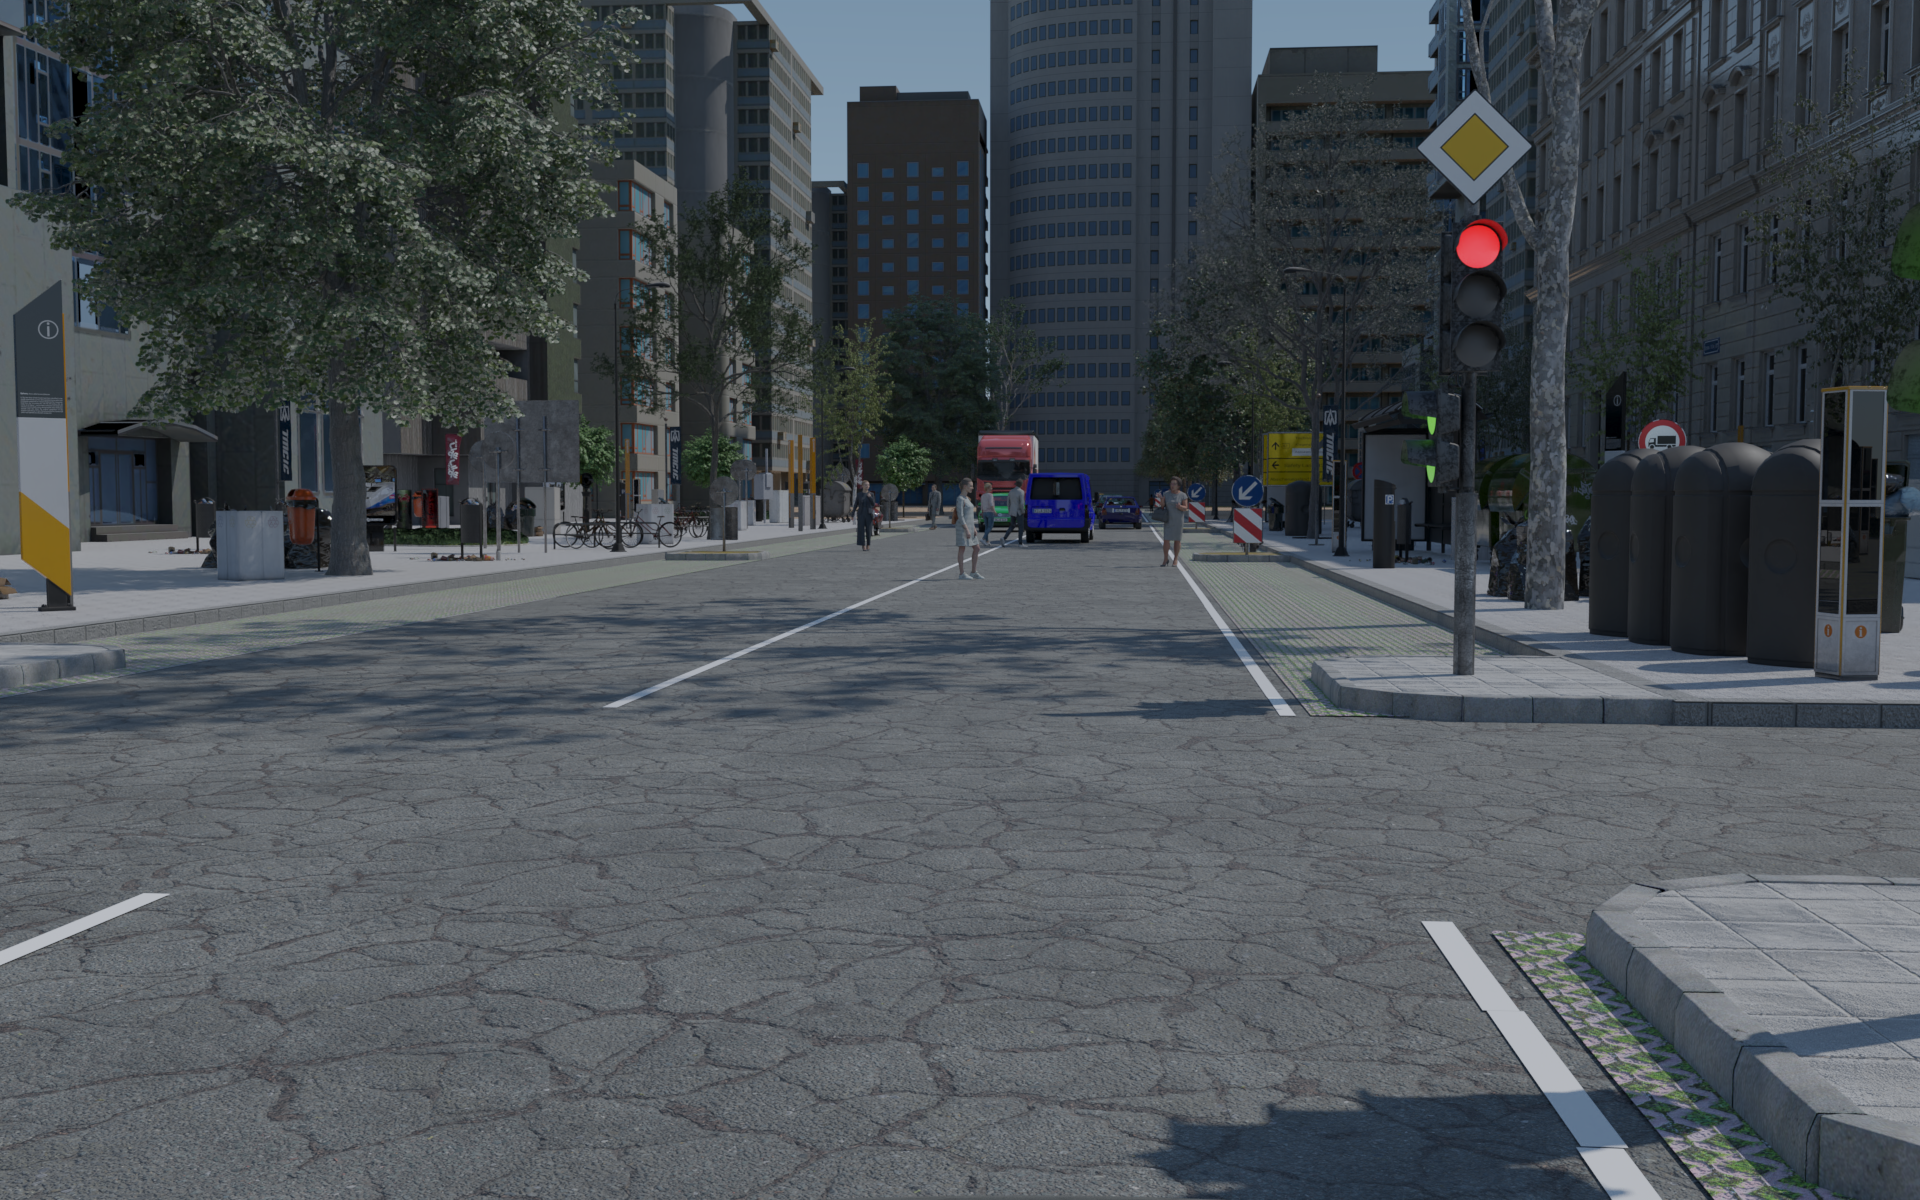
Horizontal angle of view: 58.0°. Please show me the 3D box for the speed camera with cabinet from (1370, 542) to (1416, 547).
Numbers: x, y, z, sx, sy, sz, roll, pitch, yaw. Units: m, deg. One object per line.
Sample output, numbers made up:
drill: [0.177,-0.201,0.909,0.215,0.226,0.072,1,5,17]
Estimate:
speed camera with cabinet: [11.069,-2.924,42.151,2.038,3.252,0.660,0,4,-8]

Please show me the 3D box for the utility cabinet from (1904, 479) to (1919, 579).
utility cabinet: [14.523,-1.062,26.037,0.318,1.500,1.173,1,4,10]

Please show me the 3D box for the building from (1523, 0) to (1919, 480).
building: [32.451,-16.806,72.037,12.463,27.353,25.104,0,4,5]

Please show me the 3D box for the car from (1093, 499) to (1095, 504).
car: [13.128,-9.057,158.301,2.015,1.641,3.980,0,4,5]

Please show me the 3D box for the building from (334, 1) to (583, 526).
building: [-25.304,-18.497,74.125,14.160,30.474,14.107,0,4,5]

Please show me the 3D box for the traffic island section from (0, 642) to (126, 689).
traffic island section: [-7.936,0.541,13.428,2.009,0.180,2.903,0,4,5]

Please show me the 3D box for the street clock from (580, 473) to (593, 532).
street clock: [-12.567,-3.284,58.271,0.471,2.002,0.358,-1,4,-12]

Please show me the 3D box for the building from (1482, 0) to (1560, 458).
building: [44.536,-25.037,101.239,32.217,40.220,23.993,0,4,5]

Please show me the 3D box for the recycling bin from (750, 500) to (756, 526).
recycling bin: [-8.701,-3.534,70.341,0.722,1.027,0.722,0,4,1]

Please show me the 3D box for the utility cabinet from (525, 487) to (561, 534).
utility cabinet: [-13.186,-2.819,54.762,1.173,1.500,0.318,2,4,27]

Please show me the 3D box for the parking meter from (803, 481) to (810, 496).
parking meter: [-6.917,-4.441,78.321,0.255,1.863,0.399,1,4,19]

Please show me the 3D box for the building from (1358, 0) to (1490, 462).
building: [43.320,-49.855,127.804,22.319,86.520,31.000,0,4,5]

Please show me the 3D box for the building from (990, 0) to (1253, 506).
building: [17.663,-39.894,194.268,28.212,58.520,21.231,0,4,5]

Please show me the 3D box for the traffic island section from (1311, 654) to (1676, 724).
traffic island section: [3.602,0.610,12.313,2.009,0.180,2.903,0,4,5]

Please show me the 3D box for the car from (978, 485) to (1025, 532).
car: [1.722,-3.531,66.530,1.959,1.807,4.718,0,4,6]

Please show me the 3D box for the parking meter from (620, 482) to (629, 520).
parking meter: [-16.349,-4.824,84.581,0.399,1.863,0.255,2,4,24]

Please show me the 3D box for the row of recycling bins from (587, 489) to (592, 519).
row of recycling bins: [-20.668,-4.995,88.786,3.534,1.692,1.069,0,4,-3]

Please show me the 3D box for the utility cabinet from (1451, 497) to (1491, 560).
utility cabinet: [10.078,-1.372,33.597,1.020,1.237,0.306,0,4,0]

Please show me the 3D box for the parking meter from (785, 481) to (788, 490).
parking meter: [-7.828,-4.515,79.536,0.399,1.863,0.255,0,4,-7]

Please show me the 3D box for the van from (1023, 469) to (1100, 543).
van: [3.051,-2.936,52.384,2.240,2.365,5.245,0,4,6]

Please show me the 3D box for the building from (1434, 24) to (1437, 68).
building: [67.415,-39.591,189.309,28.212,58.520,21.231,0,4,5]

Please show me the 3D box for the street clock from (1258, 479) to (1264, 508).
street clock: [14.869,-4.974,85.891,0.471,2.002,0.358,0,4,-6]

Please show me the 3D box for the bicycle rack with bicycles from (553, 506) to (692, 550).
bicycle rack with bicycles: [-8.389,-1.680,40.847,2.925,0.926,2.852,1,4,20]

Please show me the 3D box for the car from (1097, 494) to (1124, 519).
car: [8.893,-5.459,101.047,2.131,1.459,4.920,0,4,5]

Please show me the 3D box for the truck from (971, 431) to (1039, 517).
truck: [2.195,-5.494,78.743,2.839,4.237,11.283,0,4,4]

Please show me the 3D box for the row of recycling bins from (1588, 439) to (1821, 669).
row of recycling bins: [6.267,-0.445,14.397,1.069,1.692,3.534,0,4,-4]

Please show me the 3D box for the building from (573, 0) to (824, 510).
building: [-24.237,-27.191,136.454,23.993,40.220,32.217,0,4,5]

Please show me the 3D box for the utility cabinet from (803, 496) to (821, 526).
utility cabinet: [-6.087,-3.618,70.322,0.306,1.237,1.020,2,4,35]

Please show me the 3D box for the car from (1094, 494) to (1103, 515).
car: [10.253,-6.595,119.633,2.131,1.459,4.920,0,4,7]

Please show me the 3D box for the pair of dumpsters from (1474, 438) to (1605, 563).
pair of dumpsters: [9.927,-1.697,30.248,1.574,2.255,4.437,0,4,5]

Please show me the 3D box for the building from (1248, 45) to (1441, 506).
building: [42.580,-34.731,191.551,21.600,48.544,21.300,0,4,5]

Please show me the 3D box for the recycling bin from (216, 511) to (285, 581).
recycling bin: [-10.645,-0.821,25.980,0.722,1.027,0.722,3,5,40]

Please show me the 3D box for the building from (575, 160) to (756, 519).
building: [-29.190,-15.931,105.511,27.650,21.520,28.899,0,4,5]

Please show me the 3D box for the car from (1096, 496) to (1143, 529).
car: [6.614,-3.616,71.696,1.945,1.354,3.894,0,4,4]

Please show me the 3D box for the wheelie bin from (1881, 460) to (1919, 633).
wheelie bin: [8.528,-0.507,16.202,0.980,1.594,0.693,2,4,25]

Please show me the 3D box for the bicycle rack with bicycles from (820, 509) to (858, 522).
bicycle rack with bicycles: [-5.798,-4.104,80.486,2.925,0.926,2.852,-1,4,-11]

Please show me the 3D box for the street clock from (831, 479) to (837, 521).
street clock: [-6.058,-4.798,83.022,0.358,2.002,0.471,-2,4,-28]

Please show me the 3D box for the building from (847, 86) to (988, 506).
building: [-4.410,-33.217,193.211,14.200,45.320,14.600,0,4,5]

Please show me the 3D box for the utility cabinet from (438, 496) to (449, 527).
utility cabinet: [-16.617,-2.710,55.463,0.306,1.237,1.020,-2,4,-30]

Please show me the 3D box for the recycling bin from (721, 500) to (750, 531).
recycling bin: [-7.941,-2.956,60.887,0.722,1.027,0.722,1,4,10]

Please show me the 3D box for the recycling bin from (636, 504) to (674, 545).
recycling bin: [-7.809,-1.944,44.341,0.722,1.027,0.722,-3,5,-39]

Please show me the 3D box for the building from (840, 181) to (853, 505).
building: [-23.032,-31.341,204.308,23.993,40.220,32.217,0,4,5]

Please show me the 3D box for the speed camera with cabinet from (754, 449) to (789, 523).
speed camera with cabinet: [-8.245,-5.016,76.353,0.660,3.252,2.038,2,4,32]

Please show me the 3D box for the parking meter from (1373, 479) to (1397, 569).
parking meter: [7.330,-1.315,29.913,0.372,1.533,0.369,0,3,0]

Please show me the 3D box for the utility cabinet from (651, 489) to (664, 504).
utility cabinet: [-13.779,-4.303,79.035,0.318,1.500,1.173,-2,4,-24]

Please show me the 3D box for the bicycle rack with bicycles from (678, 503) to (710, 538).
bicycle rack with bicycles: [-8.261,-2.311,51.168,2.852,0.926,2.925,3,5,43]

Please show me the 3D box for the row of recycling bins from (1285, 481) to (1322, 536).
row of recycling bins: [10.745,-2.886,54.300,1.069,1.692,3.534,1,4,17]

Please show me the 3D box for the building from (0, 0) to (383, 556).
building: [-30.350,-44.623,42.262,22.319,86.520,31.000,0,4,5]
